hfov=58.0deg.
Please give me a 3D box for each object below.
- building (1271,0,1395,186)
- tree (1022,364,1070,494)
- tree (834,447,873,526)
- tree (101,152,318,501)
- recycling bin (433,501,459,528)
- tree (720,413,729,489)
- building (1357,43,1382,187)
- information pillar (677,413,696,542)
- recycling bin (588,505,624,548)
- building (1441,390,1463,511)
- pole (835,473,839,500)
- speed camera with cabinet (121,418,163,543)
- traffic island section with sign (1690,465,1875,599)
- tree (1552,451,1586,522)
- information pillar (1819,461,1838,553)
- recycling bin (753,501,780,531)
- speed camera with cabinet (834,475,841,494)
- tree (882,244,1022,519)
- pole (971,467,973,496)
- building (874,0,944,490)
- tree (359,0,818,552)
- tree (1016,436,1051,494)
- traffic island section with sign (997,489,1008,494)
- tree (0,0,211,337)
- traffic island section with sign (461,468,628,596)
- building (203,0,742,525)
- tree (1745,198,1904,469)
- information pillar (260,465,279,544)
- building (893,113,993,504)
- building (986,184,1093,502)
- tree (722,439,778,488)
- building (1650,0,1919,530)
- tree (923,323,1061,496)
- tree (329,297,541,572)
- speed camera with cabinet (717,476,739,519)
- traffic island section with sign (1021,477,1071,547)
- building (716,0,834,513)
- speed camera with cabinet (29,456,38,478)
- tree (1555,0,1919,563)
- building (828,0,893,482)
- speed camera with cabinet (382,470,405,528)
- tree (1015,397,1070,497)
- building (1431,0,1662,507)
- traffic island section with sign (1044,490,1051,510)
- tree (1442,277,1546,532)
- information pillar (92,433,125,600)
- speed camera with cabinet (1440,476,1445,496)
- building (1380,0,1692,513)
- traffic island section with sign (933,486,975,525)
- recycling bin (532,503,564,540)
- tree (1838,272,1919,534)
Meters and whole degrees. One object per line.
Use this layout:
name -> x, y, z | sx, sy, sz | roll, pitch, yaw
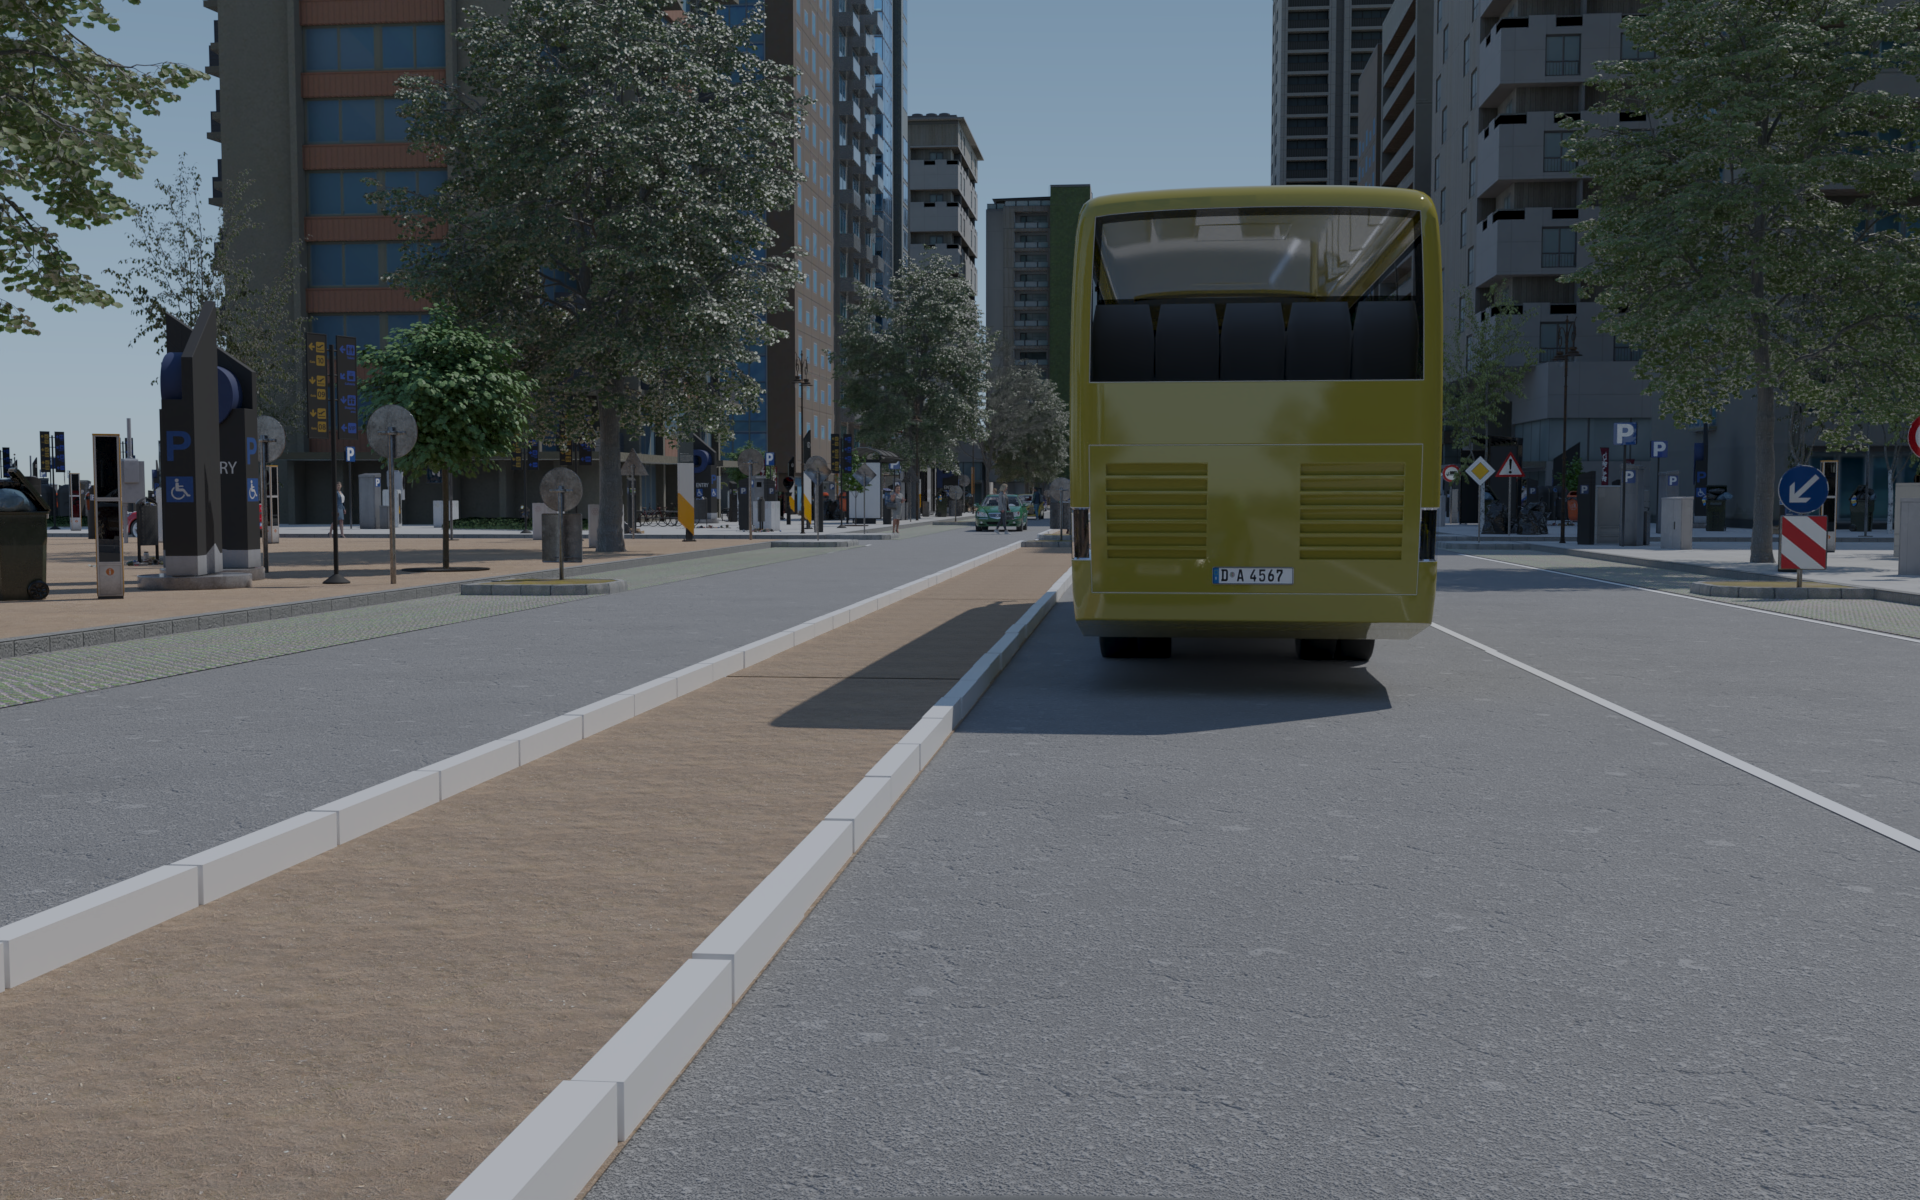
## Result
building -> 52.209, -48.425, 230.001 | 20.611, 71.187, 20.563 | 0, 4, 6
tree -> 6.436, -15.976, 167.864 | 9.857, 13.997, 8.962 | 0, 3, 0
tree -> -4.055, -4.559, 69.134 | 1.663, 3.219, 1.824 | 0, 3, 0
tree -> -16.646, -5.388, 38.450 | 4.360, 8.622, 3.978 | 0, 3, 0
recycling bin -> -19.656, -3.283, 66.231 | 0.722, 1.027, 0.722 | 1, 4, 9
tree -> -16.062, -9.650, 108.147 | 4.737, 8.622, 4.395 | 0, 3, 0
building -> 46.612, -31.759, 169.366 | 14.600, 45.320, 14.200 | 0, 4, 6
information pillar -> -7.354, -3.373, 46.500 | 0.183, 3.616, 0.504 | 3, 5, 45
recycling bin -> -8.496, -1.776, 41.598 | 0.722, 1.027, 0.722 | 0, 4, 1
building -> 43.517, -22.143, 133.743 | 14.160, 30.474, 14.107 | 0, 4, 6
pole -> -8.344, -7.555, 117.374 | 0.158, 3.312, 0.155 | 0, 3, 0
speed camera with cabinet -> -21.213, -3.143, 45.727 | 2.038, 3.252, 0.660 | -3, 5, -40
traffic island section with sign -> 11.479, -0.966, 24.418 | 1.989, 1.847, 2.006 | 0, 4, 6
tree -> 27.991, -5.136, 78.569 | 1.663, 3.219, 1.824 | 0, 3, 0
information pillar -> 19.090, -2.055, 38.090 | 0.304, 2.012, 0.304 | 1, 4, 17
recycling bin -> -6.766, -2.937, 60.569 | 0.722, 1.027, 0.722 | 1, 4, 22
speed camera with cabinet -> -8.415, -7.942, 124.190 | 0.660, 3.252, 2.038 | 2, 4, 35
tree -> -2.389, -11.227, 90.223 | 9.857, 13.997, 8.962 | 0, 3, 0
pole -> 0.971, -8.376, 130.795 | 0.158, 3.312, 0.155 | 0, 3, 0
building -> -17.960, -53.374, 185.338 | 31.000, 86.520, 22.319 | 0, 4, 6
tree -> -7.915, -8.050, 38.267 | 9.857, 13.997, 8.962 | 0, 3, 0
tree -> 7.254, -13.906, 177.726 | 4.360, 8.622, 3.978 | 0, 3, 0
traffic island section with sign -> 2.679, -6.021, 107.070 | 1.989, 1.847, 2.006 | 0, 4, 6
tree -> -9.952, -5.875, 14.179 | 7.486, 12.596, 7.792 | 0, 3, 0
traffic island section with sign -> -5.946, -1.014, 25.204 | 1.989, 1.847, 2.006 | 0, 4, 6
building -> -23.278, -26.281, 84.316 | 22.147, 44.769, 28.867 | 0, 4, 6
tree -> 21.288, -5.683, 43.271 | 4.360, 8.622, 3.978 | 0, 3, 0
information pillar -> -17.786, -2.455, 44.638 | 0.304, 2.012, 0.304 | 1, 4, 15
building -> -9.503, -39.814, 240.202 | 27.495, 52.752, 28.713 | 0, 4, 6
building -> 10.662, -33.502, 231.344 | 14.086, 41.232, 14.154 | 0, 4, 6
tree -> -12.601, -7.301, 103.081 | 4.285, 4.588, 4.351 | 0, 3, 0
building -> 40.533, -27.289, 69.871 | 21.600, 48.544, 21.300 | 0, 4, 6
tree -> 1.974, -13.002, 122.953 | 12.009, 13.543, 11.850 | 0, 3, 0
tree -> -8.729, -2.768, 28.979 | 4.285, 4.588, 4.351 | 0, 3, 0
speed camera with cabinet -> -11.194, -5.443, 83.329 | 2.038, 3.252, 0.660 | 0, 4, -2
traffic island section with sign -> 2.721, -2.385, 47.138 | 2.006, 1.907, 1.989 | 0, 4, 6
building -> -16.906, -28.761, 120.359 | 14.600, 45.320, 14.200 | 0, 4, 6
speed camera with cabinet -> -48.426, -5.782, 88.864 | 2.038, 3.252, 0.660 | 0, 4, 2
tree -> 14.714, -6.988, 32.373 | 7.486, 12.596, 7.792 | 0, 3, 0
building -> -18.677, -32.271, 147.237 | 23.786, 49.044, 30.456 | 0, 4, 6
speed camera with cabinet -> -21.965, -4.457, 67.200 | 0.660, 3.252, 2.038 | -1, 4, -10
tree -> 9.667, -17.179, 199.006 | 7.486, 12.596, 7.792 | 0, 3, 0
building -> 45.264, -31.727, 107.974 | 28.713, 52.752, 27.495 | 0, 4, 6
traffic island section with sign -> 7.986, -9.098, 157.374 | 1.989, 1.847, 2.006 | 0, 4, 6
tree -> 17.525, -6.626, 58.693 | 4.737, 8.622, 4.395 | 0, 3, 0
information pillar -> -10.410, -1.021, 21.178 | 0.304, 2.012, 0.304 | -2, 4, -25
speed camera with cabinet -> 22.199, -5.288, 80.796 | 0.660, 3.252, 2.038 | 1, 4, 22
building -> 48.860, -32.255, 151.067 | 21.300, 48.544, 21.600 | 0, 4, 6
traffic island section with sign -> -0.175, -4.364, 79.976 | 1.989, 1.847, 2.006 | 0, 4, 6
recycling bin -> -11.562, -2.210, 48.685 | 0.722, 1.027, 0.722 | 0, 4, 4
tree -> 29.970, -6.421, 55.350 | 4.737, 8.622, 4.395 | 0, 3, 0
